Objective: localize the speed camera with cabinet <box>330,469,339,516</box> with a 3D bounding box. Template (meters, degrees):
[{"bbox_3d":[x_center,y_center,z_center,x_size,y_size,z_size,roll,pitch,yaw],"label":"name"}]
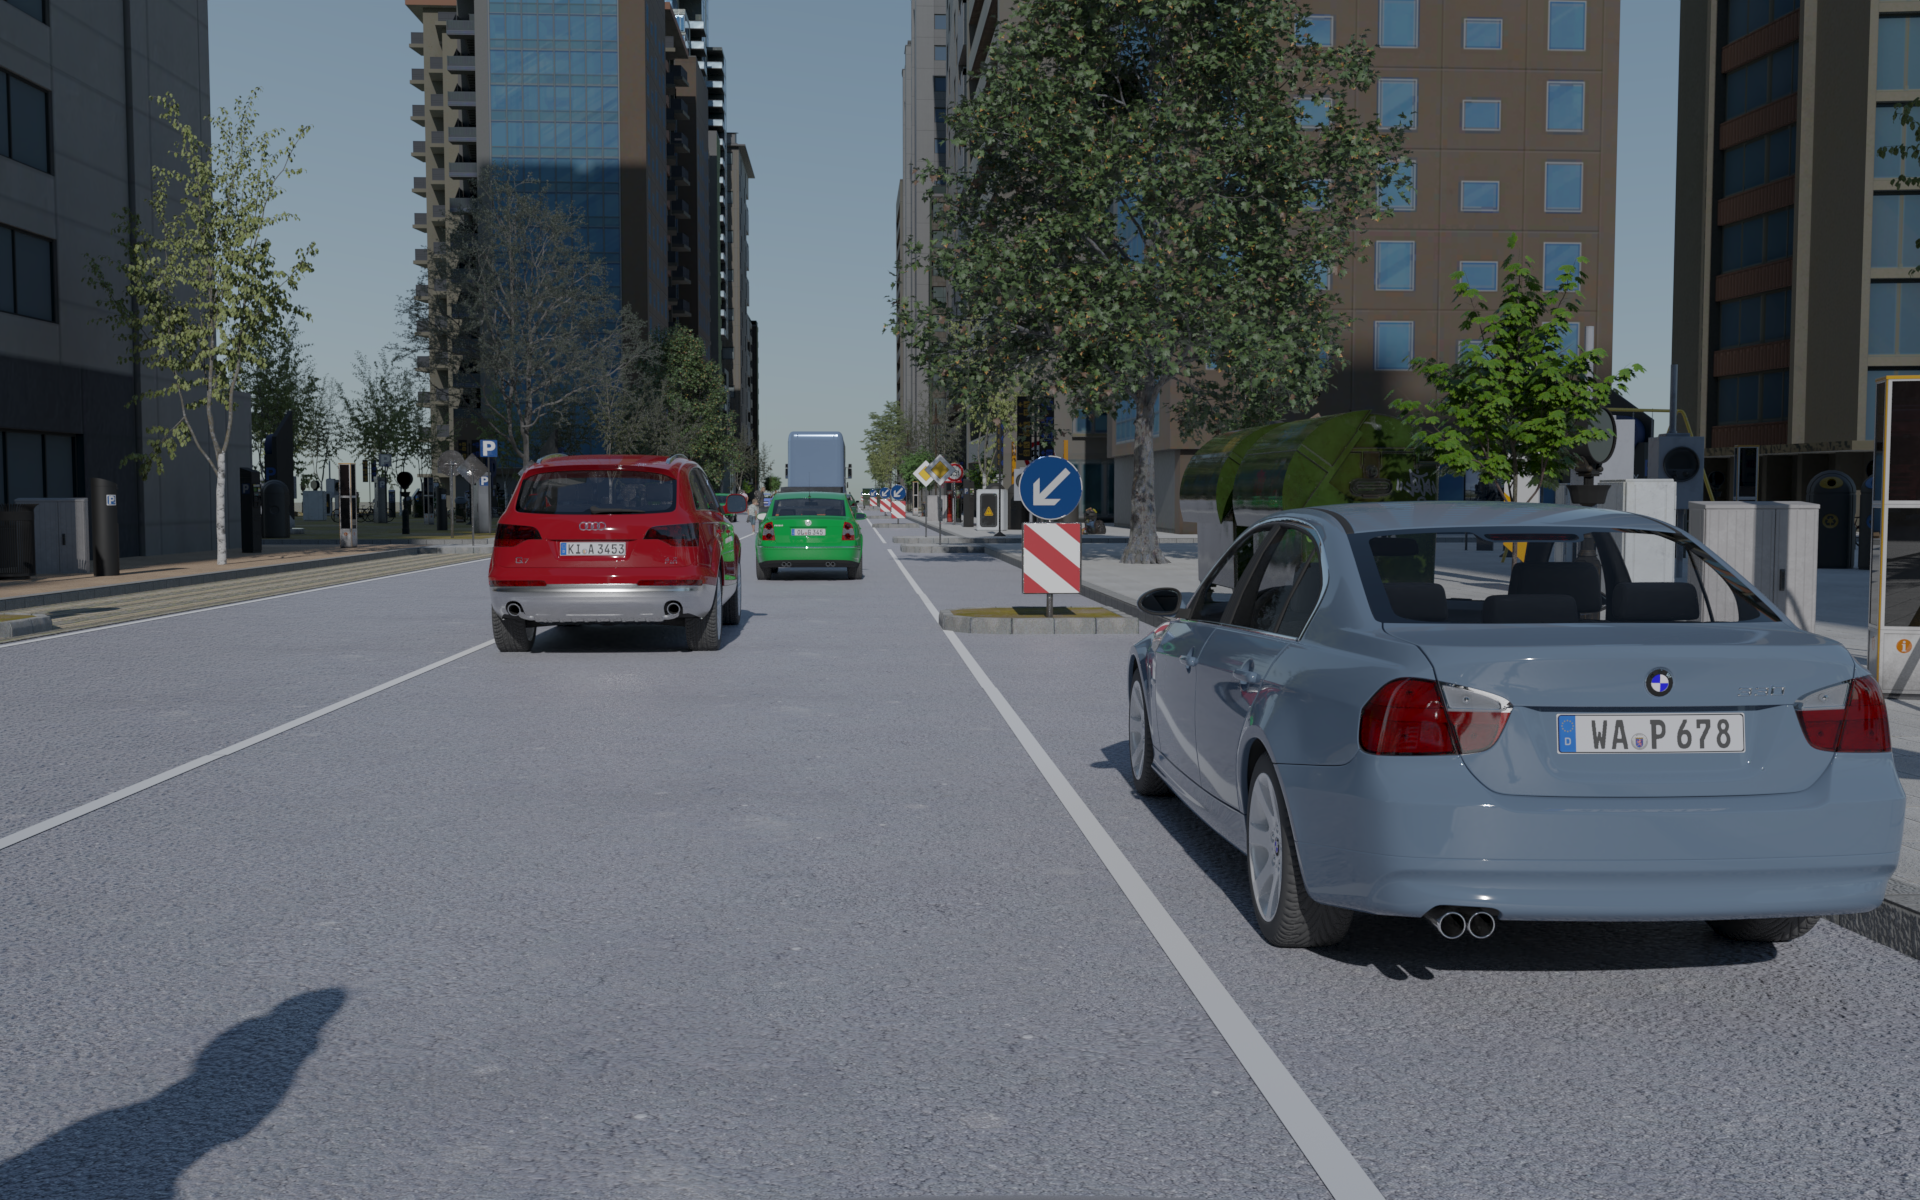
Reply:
[{"bbox_3d":[-37.510,-6.625,102.657,0.660,3.252,2.038,0,4,8],"label":"speed camera with cabinet"}]

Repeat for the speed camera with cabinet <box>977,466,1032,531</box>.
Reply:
[{"bbox_3d":[1.620,-4.031,60.241,2.038,3.252,0.660,1,4,19],"label":"speed camera with cabinet"}]

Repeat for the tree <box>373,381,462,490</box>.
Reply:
[{"bbox_3d":[-34.611,-9.881,111.917,4.360,8.622,3.978,0,3,0],"label":"tree"}]

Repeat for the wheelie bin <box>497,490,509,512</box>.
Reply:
[{"bbox_3d":[-32.839,-7.123,124.366,0.980,1.594,0.693,-1,4,-11],"label":"wheelie bin"}]

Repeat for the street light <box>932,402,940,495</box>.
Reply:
[{"bbox_3d":[-1.213,-6.988,87.045,0.468,5.910,1.993,0,4,-4],"label":"street light"}]

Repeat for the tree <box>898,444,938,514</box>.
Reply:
[{"bbox_3d":[-2.435,-8.008,114.649,4.285,4.588,4.351,0,3,0],"label":"tree"}]

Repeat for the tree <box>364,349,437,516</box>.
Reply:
[{"bbox_3d":[-29.230,-8.353,86.933,4.737,8.622,4.395,0,3,0],"label":"tree"}]

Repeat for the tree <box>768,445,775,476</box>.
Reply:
[{"bbox_3d":[-27.607,-17.674,239.334,4.360,8.622,3.978,0,3,0],"label":"tree"}]

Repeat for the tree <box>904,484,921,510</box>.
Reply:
[{"bbox_3d":[-3.778,-9.011,141.929,1.663,3.219,1.824,0,3,0],"label":"tree"}]

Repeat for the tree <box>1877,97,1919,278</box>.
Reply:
[{"bbox_3d":[12.066,-4.191,18.887,4.737,8.622,4.395,0,3,0],"label":"tree"}]

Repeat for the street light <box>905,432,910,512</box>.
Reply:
[{"bbox_3d":[-3.794,-9.378,126.120,0.468,5.910,1.993,0,4,-4],"label":"street light"}]

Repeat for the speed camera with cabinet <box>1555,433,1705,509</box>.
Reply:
[{"bbox_3d":[10.202,-1.962,26.412,2.038,3.252,0.660,0,4,5],"label":"speed camera with cabinet"}]

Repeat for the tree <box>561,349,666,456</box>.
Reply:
[{"bbox_3d":[-16.940,-8.235,85.006,4.360,8.622,3.978,0,3,0],"label":"tree"}]

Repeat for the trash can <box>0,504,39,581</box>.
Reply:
[{"bbox_3d":[-14.163,-0.870,25.875,0.748,1.137,0.748,0,3,0],"label":"trash can"}]

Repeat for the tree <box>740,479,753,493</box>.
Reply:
[{"bbox_3d":[-24.935,-12.571,200.134,1.663,3.219,1.824,0,3,0],"label":"tree"}]

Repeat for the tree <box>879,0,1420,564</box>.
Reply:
[{"bbox_3d":[3.412,-7.014,31.688,9.611,12.733,9.660,0,3,0],"label":"tree"}]

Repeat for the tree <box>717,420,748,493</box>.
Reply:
[{"bbox_3d":[-21.936,-12.620,156.698,4.360,8.622,3.978,0,3,0],"label":"tree"}]

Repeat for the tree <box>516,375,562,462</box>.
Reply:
[{"bbox_3d":[-21.447,-8.776,93.852,4.360,8.622,3.978,0,3,0],"label":"tree"}]

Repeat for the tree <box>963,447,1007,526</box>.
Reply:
[{"bbox_3d":[1.072,-4.607,69.919,1.663,3.219,1.824,0,3,0],"label":"tree"}]

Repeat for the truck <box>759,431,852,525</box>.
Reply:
[{"bbox_3d":[-5.989,-4.815,68.485,2.967,4.110,18.799,0,4,-2],"label":"truck"}]

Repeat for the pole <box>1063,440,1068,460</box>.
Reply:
[{"bbox_3d":[3.985,-4.383,65.505,0.158,3.312,0.155,0,3,0],"label":"pole"}]

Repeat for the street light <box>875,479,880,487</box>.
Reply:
[{"bbox_3d":[-13.935,-19.128,285.529,0.468,5.910,1.993,0,4,-4],"label":"street light"}]

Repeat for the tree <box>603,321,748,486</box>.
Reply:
[{"bbox_3d":[-18.826,-12.083,114.563,9.611,12.733,9.660,0,3,0],"label":"tree"}]

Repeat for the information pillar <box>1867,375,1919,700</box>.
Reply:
[{"bbox_3d":[5.919,-0.391,10.881,0.304,2.012,0.304,1,4,16],"label":"information pillar"}]

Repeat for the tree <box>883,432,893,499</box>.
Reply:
[{"bbox_3d":[-3.390,-11.276,134.730,4.360,8.622,3.978,0,3,0],"label":"tree"}]

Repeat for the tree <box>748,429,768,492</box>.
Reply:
[{"bbox_3d":[-23.011,-14.114,181.122,4.360,8.622,3.978,0,3,0],"label":"tree"}]

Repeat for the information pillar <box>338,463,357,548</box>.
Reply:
[{"bbox_3d":[-14.548,-2.243,41.166,0.304,2.012,0.304,0,4,5],"label":"information pillar"}]

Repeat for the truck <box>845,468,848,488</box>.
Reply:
[{"bbox_3d":[-13.269,-11.800,181.849,2.839,4.237,11.283,0,4,-2],"label":"truck"}]

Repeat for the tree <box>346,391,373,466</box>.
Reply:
[{"bbox_3d":[-39.066,-9.519,106.005,4.360,8.622,3.978,0,3,0],"label":"tree"}]

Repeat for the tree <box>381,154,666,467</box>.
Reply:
[{"bbox_3d":[-16.158,-9.380,63.739,12.009,13.543,11.850,0,3,0],"label":"tree"}]

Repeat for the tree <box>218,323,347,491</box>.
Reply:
[{"bbox_3d":[-28.942,-7.474,72.566,4.360,8.622,3.978,0,3,0],"label":"tree"}]

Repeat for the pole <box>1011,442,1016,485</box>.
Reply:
[{"bbox_3d":[2.086,-4.497,67.370,0.158,3.312,0.155,0,3,0],"label":"pole"}]

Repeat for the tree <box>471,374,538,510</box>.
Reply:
[{"bbox_3d":[-27.476,-9.442,104.731,4.737,8.622,4.395,0,3,0],"label":"tree"}]

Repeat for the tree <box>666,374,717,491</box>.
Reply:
[{"bbox_3d":[-17.875,-9.437,104.654,4.360,8.622,3.978,0,3,0],"label":"tree"}]

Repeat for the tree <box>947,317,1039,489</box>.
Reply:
[{"bbox_3d":[1.124,-6.932,63.708,4.737,8.622,4.395,0,3,0],"label":"tree"}]

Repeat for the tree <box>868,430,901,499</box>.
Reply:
[{"bbox_3d":[-8.417,-15.140,197.900,4.737,8.622,4.395,0,3,0],"label":"tree"}]

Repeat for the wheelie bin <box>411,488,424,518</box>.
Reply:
[{"bbox_3d":[-29.311,-5.251,93.755,0.693,1.594,0.980,-2,4,-28],"label":"wheelie bin"}]

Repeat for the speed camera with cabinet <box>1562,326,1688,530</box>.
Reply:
[{"bbox_3d":[7.570,-1.559,19.821,0.660,3.252,2.038,0,4,3],"label":"speed camera with cabinet"}]

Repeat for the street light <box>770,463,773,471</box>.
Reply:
[{"bbox_3d":[-27.222,-16.916,249.355,0.468,5.910,1.993,0,4,-4],"label":"street light"}]

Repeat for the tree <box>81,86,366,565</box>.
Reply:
[{"bbox_3d":[-13.595,-4.963,31.500,4.737,8.622,4.395,0,3,0],"label":"tree"}]

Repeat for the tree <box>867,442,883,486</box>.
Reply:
[{"bbox_3d":[-10.145,-16.969,227.808,4.360,8.622,3.978,0,3,0],"label":"tree"}]

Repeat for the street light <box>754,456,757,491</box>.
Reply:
[{"bbox_3d":[-24.812,-14.532,210.389,0.468,5.910,1.993,0,4,-4],"label":"street light"}]

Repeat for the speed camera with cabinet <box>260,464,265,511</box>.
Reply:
[{"bbox_3d":[-44.186,-7.077,110.039,0.660,3.252,2.038,0,4,4],"label":"speed camera with cabinet"}]

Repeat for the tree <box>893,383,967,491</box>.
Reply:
[{"bbox_3d":[-1.053,-9.555,106.583,4.360,8.622,3.978,0,3,0],"label":"tree"}]

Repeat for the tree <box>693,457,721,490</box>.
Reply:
[{"bbox_3d":[-21.108,-9.688,142.115,4.285,4.588,4.351,0,3,0],"label":"tree"}]

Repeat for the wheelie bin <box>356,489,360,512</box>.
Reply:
[{"bbox_3d":[-41.107,-6.699,117.438,0.980,1.594,0.693,3,4,37],"label":"wheelie bin"}]

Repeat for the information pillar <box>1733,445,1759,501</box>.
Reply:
[{"bbox_3d":[11.884,-1.329,26.220,0.304,2.012,0.304,1,4,16],"label":"information pillar"}]

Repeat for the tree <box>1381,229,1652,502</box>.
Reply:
[{"bbox_3d":[4.088,-1.114,12.818,1.663,3.219,1.824,0,3,0],"label":"tree"}]

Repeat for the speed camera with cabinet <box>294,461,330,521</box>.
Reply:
[{"bbox_3d":[-31.660,-5.451,83.455,2.038,3.252,0.660,0,4,-6],"label":"speed camera with cabinet"}]

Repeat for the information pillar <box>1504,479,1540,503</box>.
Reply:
[{"bbox_3d":[7.912,-2.016,24.309,0.504,3.616,0.183,2,4,31],"label":"information pillar"}]

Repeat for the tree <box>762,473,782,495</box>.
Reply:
[{"bbox_3d":[-28.813,-17.212,265.135,4.285,4.588,4.351,0,3,0],"label":"tree"}]

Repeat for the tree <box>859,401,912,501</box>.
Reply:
[{"bbox_3d":[-8.339,-17.837,209.758,7.486,12.596,7.792,0,3,0],"label":"tree"}]

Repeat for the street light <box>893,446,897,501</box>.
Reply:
[{"bbox_3d":[-6.080,-11.610,162.614,0.468,5.910,1.993,0,4,-4],"label":"street light"}]
